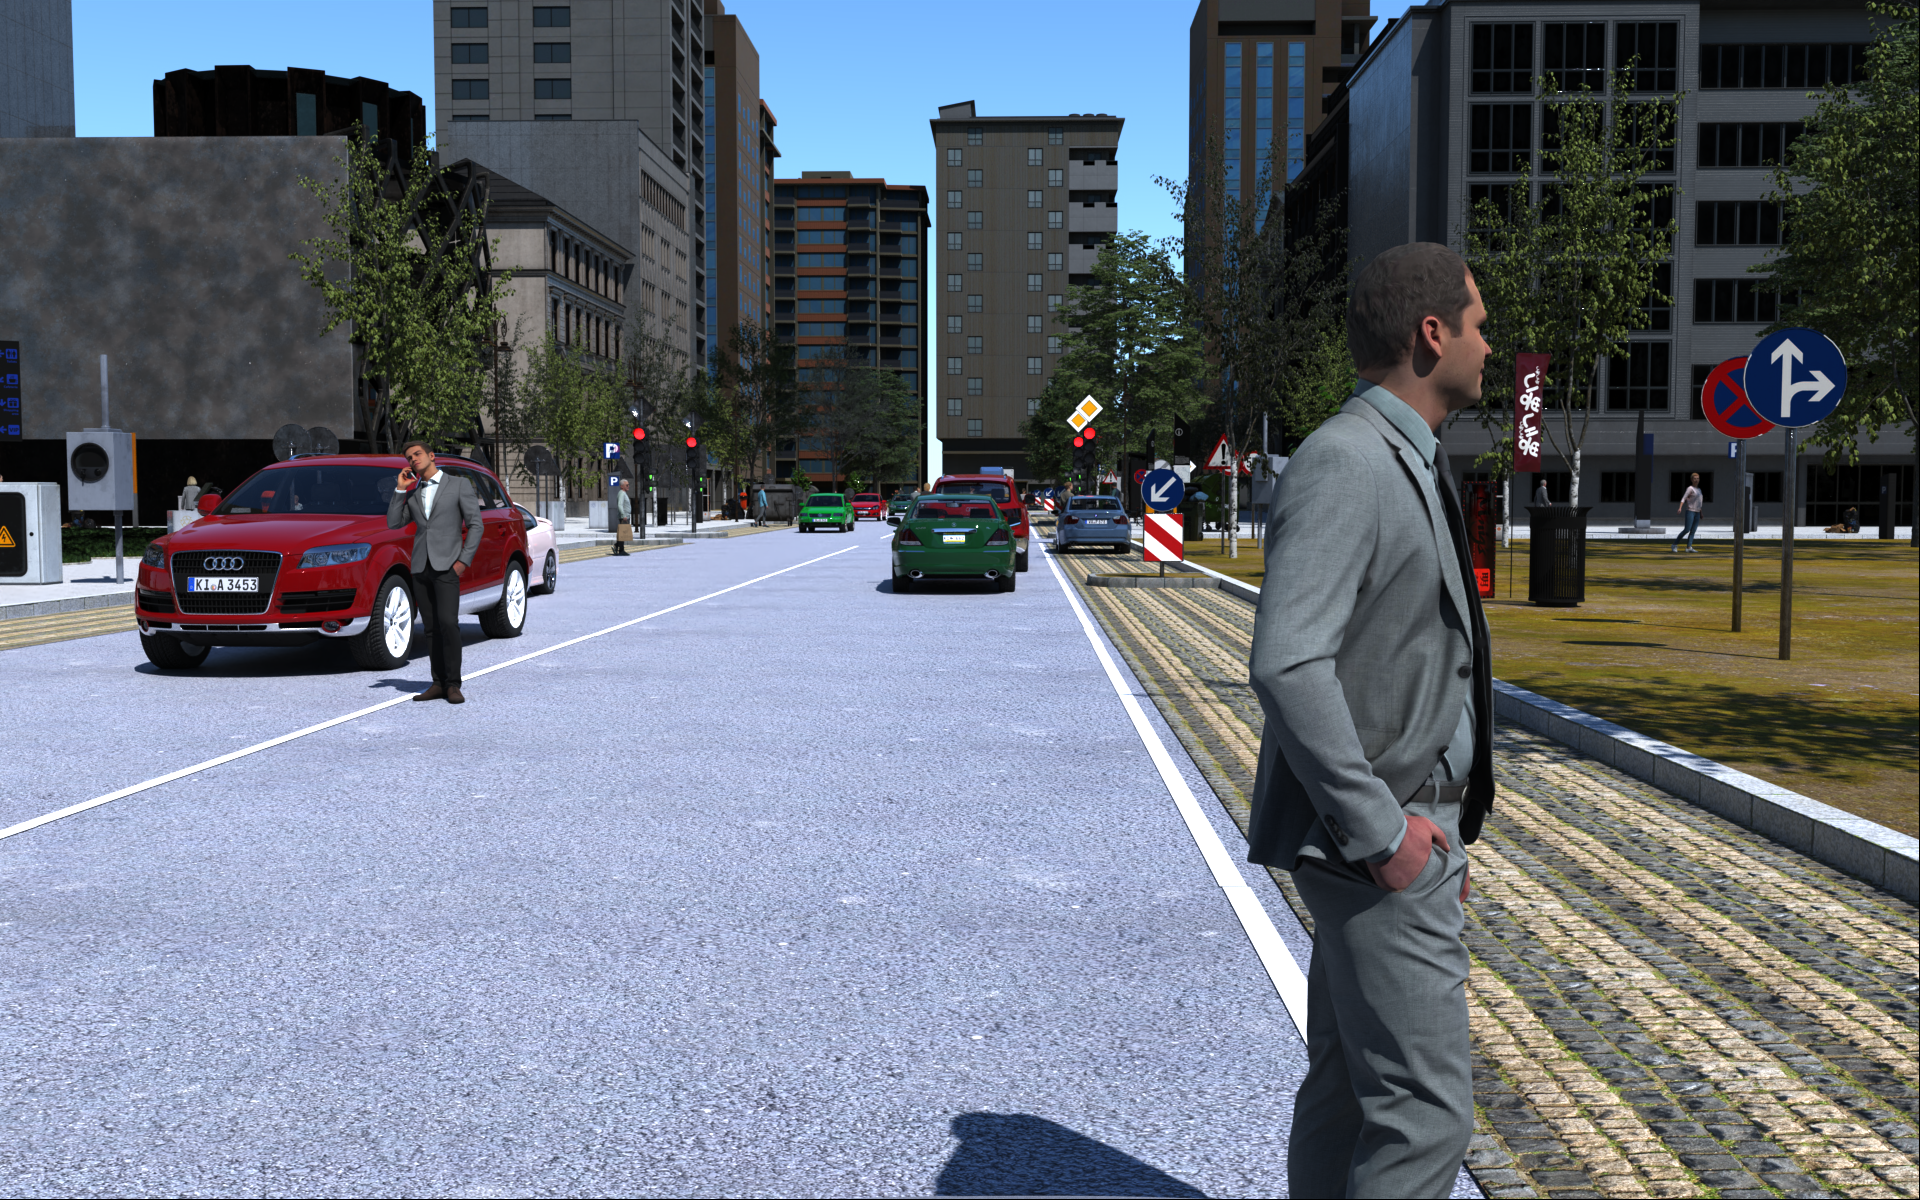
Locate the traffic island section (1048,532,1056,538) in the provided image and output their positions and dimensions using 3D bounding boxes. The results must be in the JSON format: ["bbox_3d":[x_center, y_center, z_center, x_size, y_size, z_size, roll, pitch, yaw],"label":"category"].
[{"bbox_3d":[3.903,-2.124,57.008,2.009,0.180,2.903,0,4,2],"label":"traffic island section"}]

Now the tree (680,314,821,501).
[{"bbox_3d":[-11.114,-9.554,90.627,8.767,10.594,7.601,1,4,19],"label":"tree"}]

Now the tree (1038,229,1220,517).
[{"bbox_3d":[7.557,-9.581,74.774,7.486,12.596,7.792,0,3,0],"label":"tree"}]

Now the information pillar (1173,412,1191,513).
[{"bbox_3d":[6.360,-3.574,49.782,0.504,3.616,0.183,0,4,-4],"label":"information pillar"}]

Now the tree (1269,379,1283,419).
[{"bbox_3d":[14.717,-7.294,69.627,4.737,8.622,4.395,0,3,0],"label":"tree"}]

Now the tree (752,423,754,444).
[{"bbox_3d":[-14.784,-9.692,108.833,4.737,8.622,4.395,0,3,0],"label":"tree"}]

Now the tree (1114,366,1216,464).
[{"bbox_3d":[13.641,-11.036,114.845,7.601,10.594,8.767,0,4,4],"label":"tree"}]

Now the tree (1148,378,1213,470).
[{"bbox_3d":[13.793,-9.665,108.385,4.737,8.622,4.395,0,3,0],"label":"tree"}]

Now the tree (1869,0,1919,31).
[{"bbox_3d":[22.129,-10.591,29.047,12.611,20.169,13.585,0,3,0],"label":"tree"}]

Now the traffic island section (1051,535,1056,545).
[{"bbox_3d":[3.662,-1.636,49.026,2.009,0.180,2.903,0,4,2],"label":"traffic island section"}]

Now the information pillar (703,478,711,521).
[{"bbox_3d":[-11.916,-4.701,81.359,0.304,2.012,0.304,1,4,11],"label":"information pillar"}]

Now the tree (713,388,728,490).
[{"bbox_3d":[-16.244,-9.377,103.676,4.360,8.622,3.978,0,3,0],"label":"tree"}]

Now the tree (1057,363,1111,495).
[{"bbox_3d":[7.235,-8.620,91.299,4.360,8.622,3.978,0,3,0],"label":"tree"}]

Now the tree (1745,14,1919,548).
[{"bbox_3d":[22.698,-7.530,41.249,7.486,12.596,7.792,0,3,0],"label":"tree"}]

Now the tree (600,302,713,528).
[{"bbox_3d":[-11.621,-7.067,65.912,4.360,8.622,3.978,0,3,0],"label":"tree"}]

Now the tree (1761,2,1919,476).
[{"bbox_3d":[11.865,-4.308,20.792,4.737,8.622,4.395,0,3,0],"label":"tree"}]

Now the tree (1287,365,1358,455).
[{"bbox_3d":[5.873,-1.931,26.176,1.663,3.219,1.824,0,3,0],"label":"tree"}]

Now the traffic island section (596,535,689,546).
[{"bbox_3d":[-9.073,-1.660,49.414,2.009,0.180,2.903,0,4,2],"label":"traffic island section"}]

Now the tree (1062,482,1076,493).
[{"bbox_3d":[8.401,-8.156,127.957,1.663,3.219,1.824,0,3,0],"label":"tree"}]

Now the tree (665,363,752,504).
[{"bbox_3d":[-14.940,-9.043,98.219,4.737,8.622,4.395,0,3,0],"label":"tree"}]

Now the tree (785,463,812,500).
[{"bbox_3d":[-9.854,-6.758,105.092,1.663,3.219,1.824,0,3,0],"label":"tree"}]

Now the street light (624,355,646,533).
[{"bbox_3d":[-10.777,-5.185,57.563,0.468,5.910,1.993,0,4,2],"label":"street light"}]

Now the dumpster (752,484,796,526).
[{"bbox_3d":[-8.234,-4.184,76.627,1.865,1.857,1.264,0,4,1],"label":"dumpster"}]

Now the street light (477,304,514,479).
[{"bbox_3d":[-11.272,-4.243,42.158,0.468,5.910,1.993,0,4,2],"label":"street light"}]

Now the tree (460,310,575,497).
[{"bbox_3d":[-17.855,-7.260,69.062,4.360,8.622,3.978,0,3,0],"label":"tree"}]

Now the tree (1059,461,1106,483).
[{"bbox_3d":[8.898,-8.600,124.316,4.285,4.588,4.351,0,3,0],"label":"tree"}]

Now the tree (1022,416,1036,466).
[{"bbox_3d":[11.049,-17.569,205.372,7.486,12.596,7.792,0,3,0],"label":"tree"}]

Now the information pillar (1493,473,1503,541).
[{"bbox_3d":[14.606,-2.598,46.965,0.304,2.012,0.304,1,4,8],"label":"information pillar"}]

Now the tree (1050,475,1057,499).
[{"bbox_3d":[10.451,-14.808,192.473,4.360,8.622,3.978,0,3,0],"label":"tree"}]

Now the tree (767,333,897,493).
[{"bbox_3d":[-9.442,-13.493,130.984,12.009,13.543,11.850,0,3,0],"label":"tree"}]

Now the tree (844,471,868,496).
[{"bbox_3d":[-8.789,-9.088,143.187,1.663,3.219,1.824,0,3,0],"label":"tree"}]

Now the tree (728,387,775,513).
[{"bbox_3d":[-14.377,-10.129,115.977,4.360,8.622,3.978,0,3,0],"label":"tree"}]

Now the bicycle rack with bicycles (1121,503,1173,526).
[{"bbox_3d":[8.844,-3.837,76.122,2.852,0.926,2.925,0,4,-4],"label":"bicycle rack with bicycles"}]

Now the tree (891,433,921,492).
[{"bbox_3d":[-6.784,-15.520,204.120,4.737,8.622,4.395,0,3,0],"label":"tree"}]

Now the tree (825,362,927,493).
[{"bbox_3d":[-8.160,-15.998,168.217,9.857,13.997,8.962,0,3,0],"label":"tree"}]

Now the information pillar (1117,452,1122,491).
[{"bbox_3d":[7.743,-5.587,82.709,0.504,3.616,0.183,1,4,20],"label":"information pillar"}]

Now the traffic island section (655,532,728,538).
[{"bbox_3d":[-8.833,-2.148,57.395,2.009,0.180,2.903,0,4,2],"label":"traffic island section"}]

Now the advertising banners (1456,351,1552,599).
[{"bbox_3d":[6.315,-1.527,21.148,2.074,3.025,0.090,-1,4,-18],"label":"advertising banners"}]

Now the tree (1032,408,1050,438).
[{"bbox_3d":[10.269,-14.605,164.539,9.928,11.665,9.643,0,3,0],"label":"tree"}]

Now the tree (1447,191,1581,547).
[{"bbox_3d":[12.870,-5.567,41.388,4.360,8.622,3.978,0,3,0],"label":"tree"}]

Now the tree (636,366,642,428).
[{"bbox_3d":[-18.481,-8.647,91.742,4.737,8.622,4.395,0,3,0],"label":"tree"}]

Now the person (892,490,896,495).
[{"bbox_3d":[-7.320,-11.475,194.182,0.750,1.759,0.617,0,4,-4],"label":"person"}]

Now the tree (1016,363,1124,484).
[{"bbox_3d":[9.462,-14.144,148.263,9.611,12.733,9.660,0,3,0],"label":"tree"}]

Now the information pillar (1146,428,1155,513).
[{"bbox_3d":[6.767,-4.292,61.535,0.183,3.616,0.504,2,4,35],"label":"information pillar"}]

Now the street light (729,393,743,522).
[{"bbox_3d":[-10.277,-6.529,79.534,0.468,5.910,1.993,0,4,2],"label":"street light"}]

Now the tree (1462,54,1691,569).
[{"bbox_3d":[10.487,-4.853,29.714,4.737,8.622,4.395,0,3,0],"label":"tree"}]

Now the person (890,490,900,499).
[{"bbox_3d":[-5.225,-8.274,143.881,1.348,1.812,0.705,2,4,25],"label":"person"}]

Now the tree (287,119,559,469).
[{"bbox_3d":[-11.264,-5.179,35.039,4.737,8.622,4.395,0,3,0],"label":"tree"}]

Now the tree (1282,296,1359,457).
[{"bbox_3d":[14.403,-6.836,62.130,4.737,8.622,4.395,0,3,0],"label":"tree"}]

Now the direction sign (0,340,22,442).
[{"bbox_3d":[-14.291,-2.049,25.496,0.876,3.537,0.379,-2,4,-33],"label":"direction sign"}]

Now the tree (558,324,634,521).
[{"bbox_3d":[-16.774,-7.542,73.667,4.737,8.622,4.395,0,3,0],"label":"tree"}]

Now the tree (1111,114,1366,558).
[{"bbox_3d":[5.701,-5.138,34.365,4.360,8.622,3.978,0,3,0],"label":"tree"}]

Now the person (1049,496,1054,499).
[{"bbox_3d":[10.927,-12.416,209.062,0.705,1.821,1.348,-3,4,-36],"label":"person"}]

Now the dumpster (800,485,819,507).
[{"bbox_3d":[-9.975,-6.623,114.042,1.264,1.857,1.865,0,4,2],"label":"dumpster"}]
